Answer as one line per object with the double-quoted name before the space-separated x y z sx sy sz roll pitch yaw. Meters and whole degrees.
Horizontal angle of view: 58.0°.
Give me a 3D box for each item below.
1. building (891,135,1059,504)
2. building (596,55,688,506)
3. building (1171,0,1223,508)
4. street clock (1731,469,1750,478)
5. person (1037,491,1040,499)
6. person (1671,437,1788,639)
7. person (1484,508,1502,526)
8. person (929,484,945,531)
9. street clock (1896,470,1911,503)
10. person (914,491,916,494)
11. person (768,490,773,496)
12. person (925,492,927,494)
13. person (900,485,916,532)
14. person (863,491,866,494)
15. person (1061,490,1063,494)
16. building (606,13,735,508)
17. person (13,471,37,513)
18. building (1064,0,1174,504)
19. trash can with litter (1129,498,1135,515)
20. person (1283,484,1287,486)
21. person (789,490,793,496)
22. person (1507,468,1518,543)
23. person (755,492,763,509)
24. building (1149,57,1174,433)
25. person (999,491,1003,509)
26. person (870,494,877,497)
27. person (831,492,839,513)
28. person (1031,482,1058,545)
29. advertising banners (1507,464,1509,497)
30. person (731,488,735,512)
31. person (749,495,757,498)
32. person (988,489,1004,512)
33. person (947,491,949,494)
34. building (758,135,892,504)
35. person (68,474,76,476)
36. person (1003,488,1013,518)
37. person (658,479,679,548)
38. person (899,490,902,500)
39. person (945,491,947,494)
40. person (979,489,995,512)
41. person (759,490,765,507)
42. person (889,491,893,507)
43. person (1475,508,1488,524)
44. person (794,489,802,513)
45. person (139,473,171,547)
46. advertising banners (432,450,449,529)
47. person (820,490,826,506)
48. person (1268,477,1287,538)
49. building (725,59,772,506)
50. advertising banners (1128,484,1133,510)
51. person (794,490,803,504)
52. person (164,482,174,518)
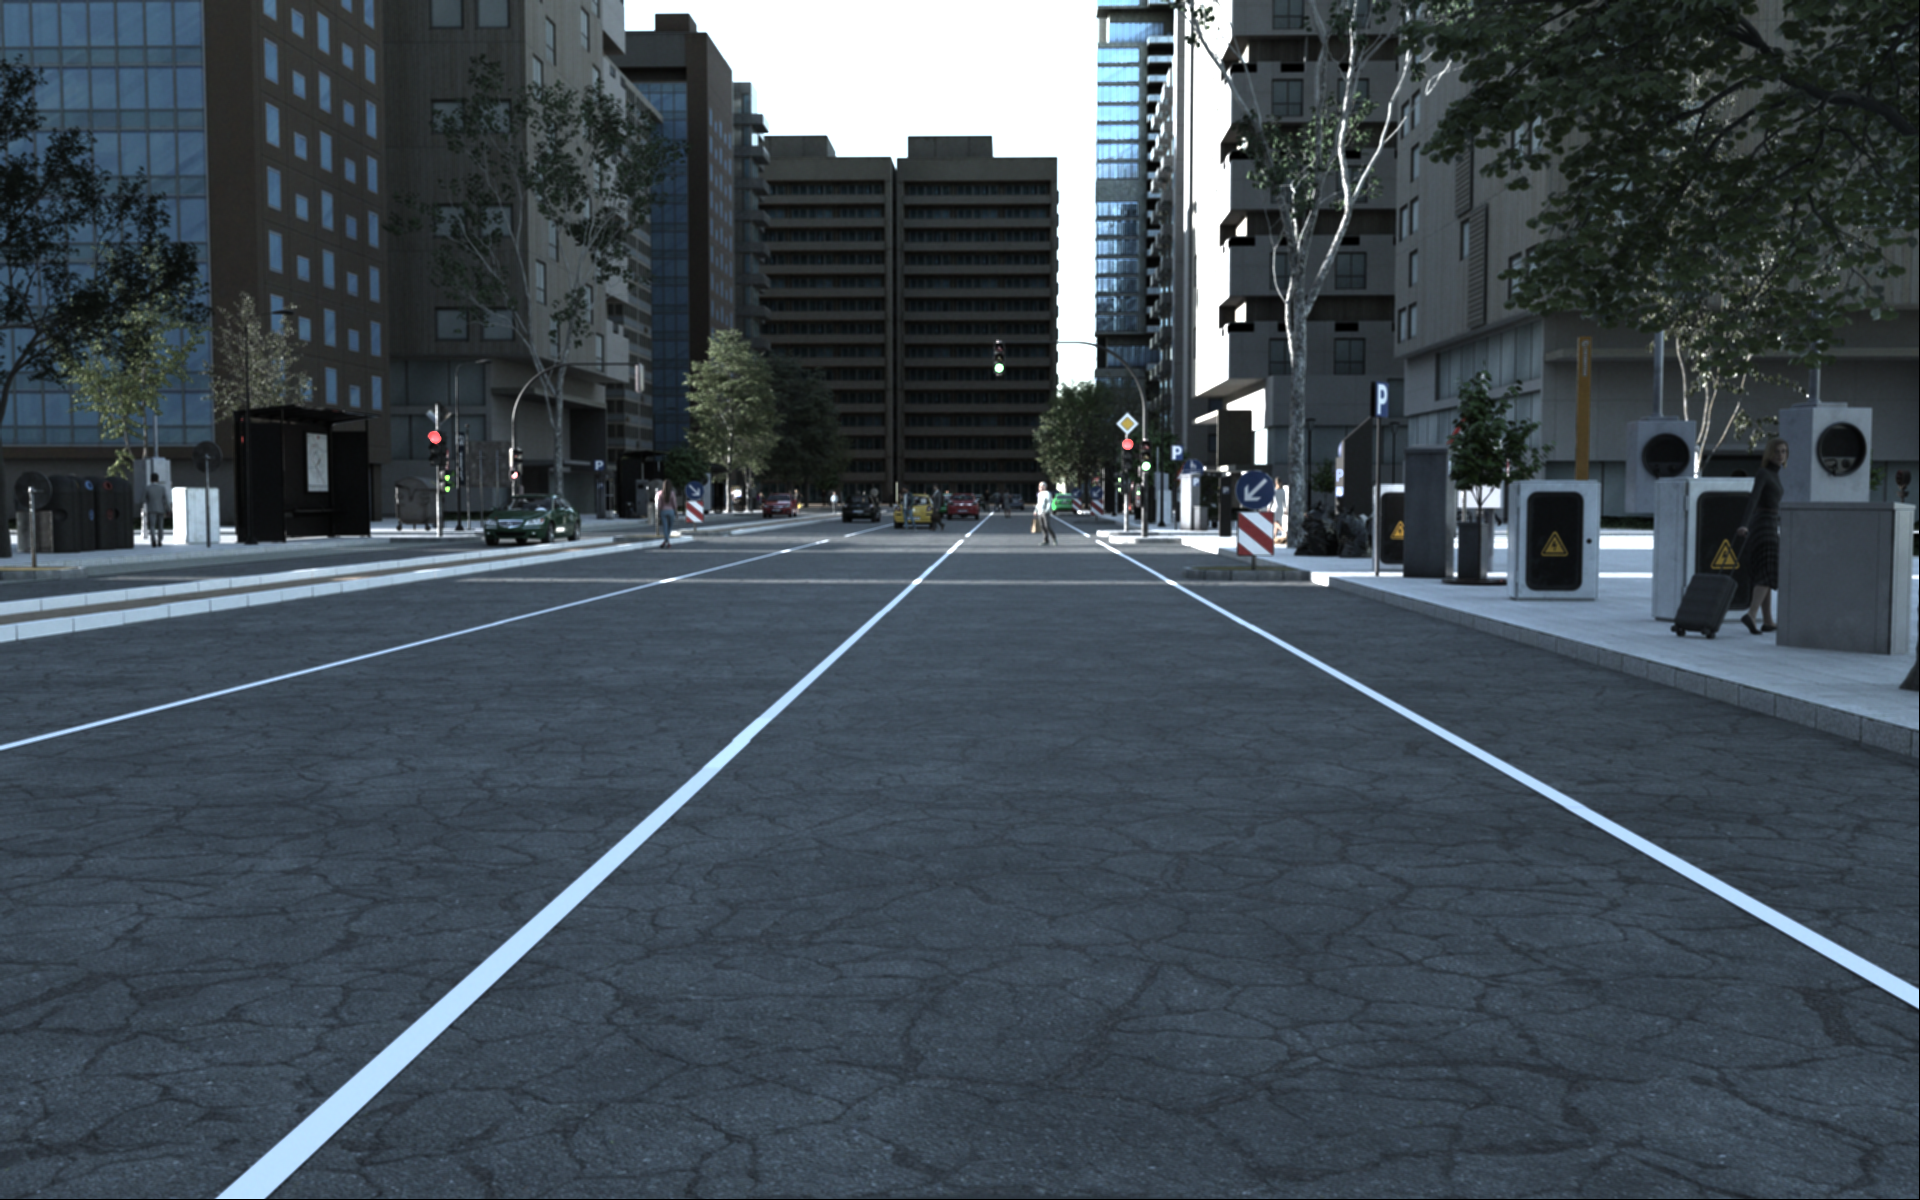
"building" 2.534 -37.508 236.956 21.600 48.544 21.300 0 4 2
"building" -39.747 -27.877 147.666 32.217 40.220 23.993 0 4 2
"building" 29.734 -37.536 155.719 21.231 58.520 28.212 0 4 2
"street clock" 22.870 -2.828 50.810 0.471 2.002 0.358 3 5 42
"person" 9.412 -11.971 204.101 0.709 1.838 0.599 -1 4 -20
"person" 7.126 -0.586 15.837 1.509 1.804 0.699 -2 4 -24
"person" 21.442 -3.908 69.848 0.836 1.842 0.656 2 4 23
"person" -0.880 -3.623 67.693 0.822 1.834 0.622 -2 4 -31
"street clock" 27.962 -2.863 51.386 0.358 2.002 0.471 0 4 4
"person" -4.026 -9.114 158.196 1.217 1.739 0.721 2 4 35
"person" -20.142 -10.918 185.345 1.217 1.735 0.721 3 5 42
"person" -4.277 -12.362 211.345 0.721 1.735 1.217 0 4 7
"person" -1.997 -3.489 65.886 0.623 1.781 0.721 2 4 26
"person" -11.274 -11.926 204.215 1.217 1.736 0.721 1 4 13
"person" 8.560 -8.390 146.212 0.617 1.759 0.750 1 4 16
"building" -29.734 -31.570 166.273 14.600 45.320 14.200 0 4 2
"person" -21.796 -2.107 40.587 0.694 1.812 0.767 0 4 6
"building" 29.868 -56.383 234.528 31.000 86.520 22.319 0 4 2
"trash can with litter" 10.924 -5.936 108.443 1.055 1.170 0.624 -2 4 -29
"person" 16.107 -4.983 87.729 1.509 1.804 0.699 3 5 42
"person" -11.526 -6.621 117.761 0.512 1.701 0.522 3 5 40
"person" 10.341 -1.499 30.771 1.509 1.804 0.699 -1 4 -17
"person" -17.211 -8.492 148.118 0.599 1.433 0.991 3 4 36
"building" 32.216 -34.654 186.208 23.786 49.044 30.456 0 4 2
"person" 3.873 -9.391 162.486 0.683 1.767 0.568 -3 5 -42
"person" -10.511 -12.219 208.306 1.348 1.821 0.705 -2 4 -31
"person" -9.505 -7.416 131.555 0.589 1.601 0.330 0 4 4
"person" 2.348 -2.413 48.446 0.515 1.767 0.782 -2 4 -34
"advertising banners" 18.912 -3.873 59.511 0.090 3.025 2.074 1 4 12
"person" -16.481 -7.247 125.210 0.731 1.740 0.598 2 4 30
"person" -19.023 -9.353 159.700 1.217 1.736 0.721 3 4 38
"person" 2.898 -7.827 136.555 1.350 1.814 0.705 -1 4 -17
"person" -1.165 -10.073 173.739 0.990 1.755 0.434 0 4 -5
"building" -19.084 -37.494 236.726 21.600 48.544 21.300 0 4 2
"person" -22.568 -2.326 44.246 0.590 1.801 0.661 -2 4 -28
"person" 2.960 -5.852 104.532 0.716 1.782 0.532 3 5 41
"person" -7.724 -2.284 45.851 0.555 1.821 0.388 -1 4 -18
"person" -4.983 -8.397 146.501 0.721 1.736 1.217 0 4 2
"person" -1.294 -10.240 176.442 0.721 1.766 1.217 0 4 0
"person" 2.159 -7.964 138.728 1.348 1.822 0.705 -1 4 -9
"person" -20.301 -10.448 177.580 0.721 1.735 1.217 -2 4 -28
"person" -7.737 -11.397 195.398 0.434 1.755 0.990 -2 4 -27
"person" 18.280 -3.326 60.611 0.728 1.800 0.709 1 4 9
"person" -12.234 -7.338 128.701 0.699 1.804 1.509 -1 4 -22
"person" -19.496 -2.180 41.956 0.678 1.792 0.850 -2 4 -28
"advertising banners" -19.447 -4.199 64.841 0.090 3.025 2.074 -2 4 -33
"person" -14.246 -10.614 180.095 0.721 1.766 1.217 2 4 27
"person" 8.505 -2.402 46.070 0.760 1.731 0.466 3 5 43
"building" -36.805 -34.996 191.789 30.456 49.044 23.786 0 4 2
"advertising banners" 12.446 -7.984 126.726 0.090 3.025 2.074 0 4 -6
"person" -16.627 -10.439 177.403 1.217 1.739 0.721 2 4 26
"person" -29.268 -3.524 64.144 0.782 1.767 0.515 1 4 14
